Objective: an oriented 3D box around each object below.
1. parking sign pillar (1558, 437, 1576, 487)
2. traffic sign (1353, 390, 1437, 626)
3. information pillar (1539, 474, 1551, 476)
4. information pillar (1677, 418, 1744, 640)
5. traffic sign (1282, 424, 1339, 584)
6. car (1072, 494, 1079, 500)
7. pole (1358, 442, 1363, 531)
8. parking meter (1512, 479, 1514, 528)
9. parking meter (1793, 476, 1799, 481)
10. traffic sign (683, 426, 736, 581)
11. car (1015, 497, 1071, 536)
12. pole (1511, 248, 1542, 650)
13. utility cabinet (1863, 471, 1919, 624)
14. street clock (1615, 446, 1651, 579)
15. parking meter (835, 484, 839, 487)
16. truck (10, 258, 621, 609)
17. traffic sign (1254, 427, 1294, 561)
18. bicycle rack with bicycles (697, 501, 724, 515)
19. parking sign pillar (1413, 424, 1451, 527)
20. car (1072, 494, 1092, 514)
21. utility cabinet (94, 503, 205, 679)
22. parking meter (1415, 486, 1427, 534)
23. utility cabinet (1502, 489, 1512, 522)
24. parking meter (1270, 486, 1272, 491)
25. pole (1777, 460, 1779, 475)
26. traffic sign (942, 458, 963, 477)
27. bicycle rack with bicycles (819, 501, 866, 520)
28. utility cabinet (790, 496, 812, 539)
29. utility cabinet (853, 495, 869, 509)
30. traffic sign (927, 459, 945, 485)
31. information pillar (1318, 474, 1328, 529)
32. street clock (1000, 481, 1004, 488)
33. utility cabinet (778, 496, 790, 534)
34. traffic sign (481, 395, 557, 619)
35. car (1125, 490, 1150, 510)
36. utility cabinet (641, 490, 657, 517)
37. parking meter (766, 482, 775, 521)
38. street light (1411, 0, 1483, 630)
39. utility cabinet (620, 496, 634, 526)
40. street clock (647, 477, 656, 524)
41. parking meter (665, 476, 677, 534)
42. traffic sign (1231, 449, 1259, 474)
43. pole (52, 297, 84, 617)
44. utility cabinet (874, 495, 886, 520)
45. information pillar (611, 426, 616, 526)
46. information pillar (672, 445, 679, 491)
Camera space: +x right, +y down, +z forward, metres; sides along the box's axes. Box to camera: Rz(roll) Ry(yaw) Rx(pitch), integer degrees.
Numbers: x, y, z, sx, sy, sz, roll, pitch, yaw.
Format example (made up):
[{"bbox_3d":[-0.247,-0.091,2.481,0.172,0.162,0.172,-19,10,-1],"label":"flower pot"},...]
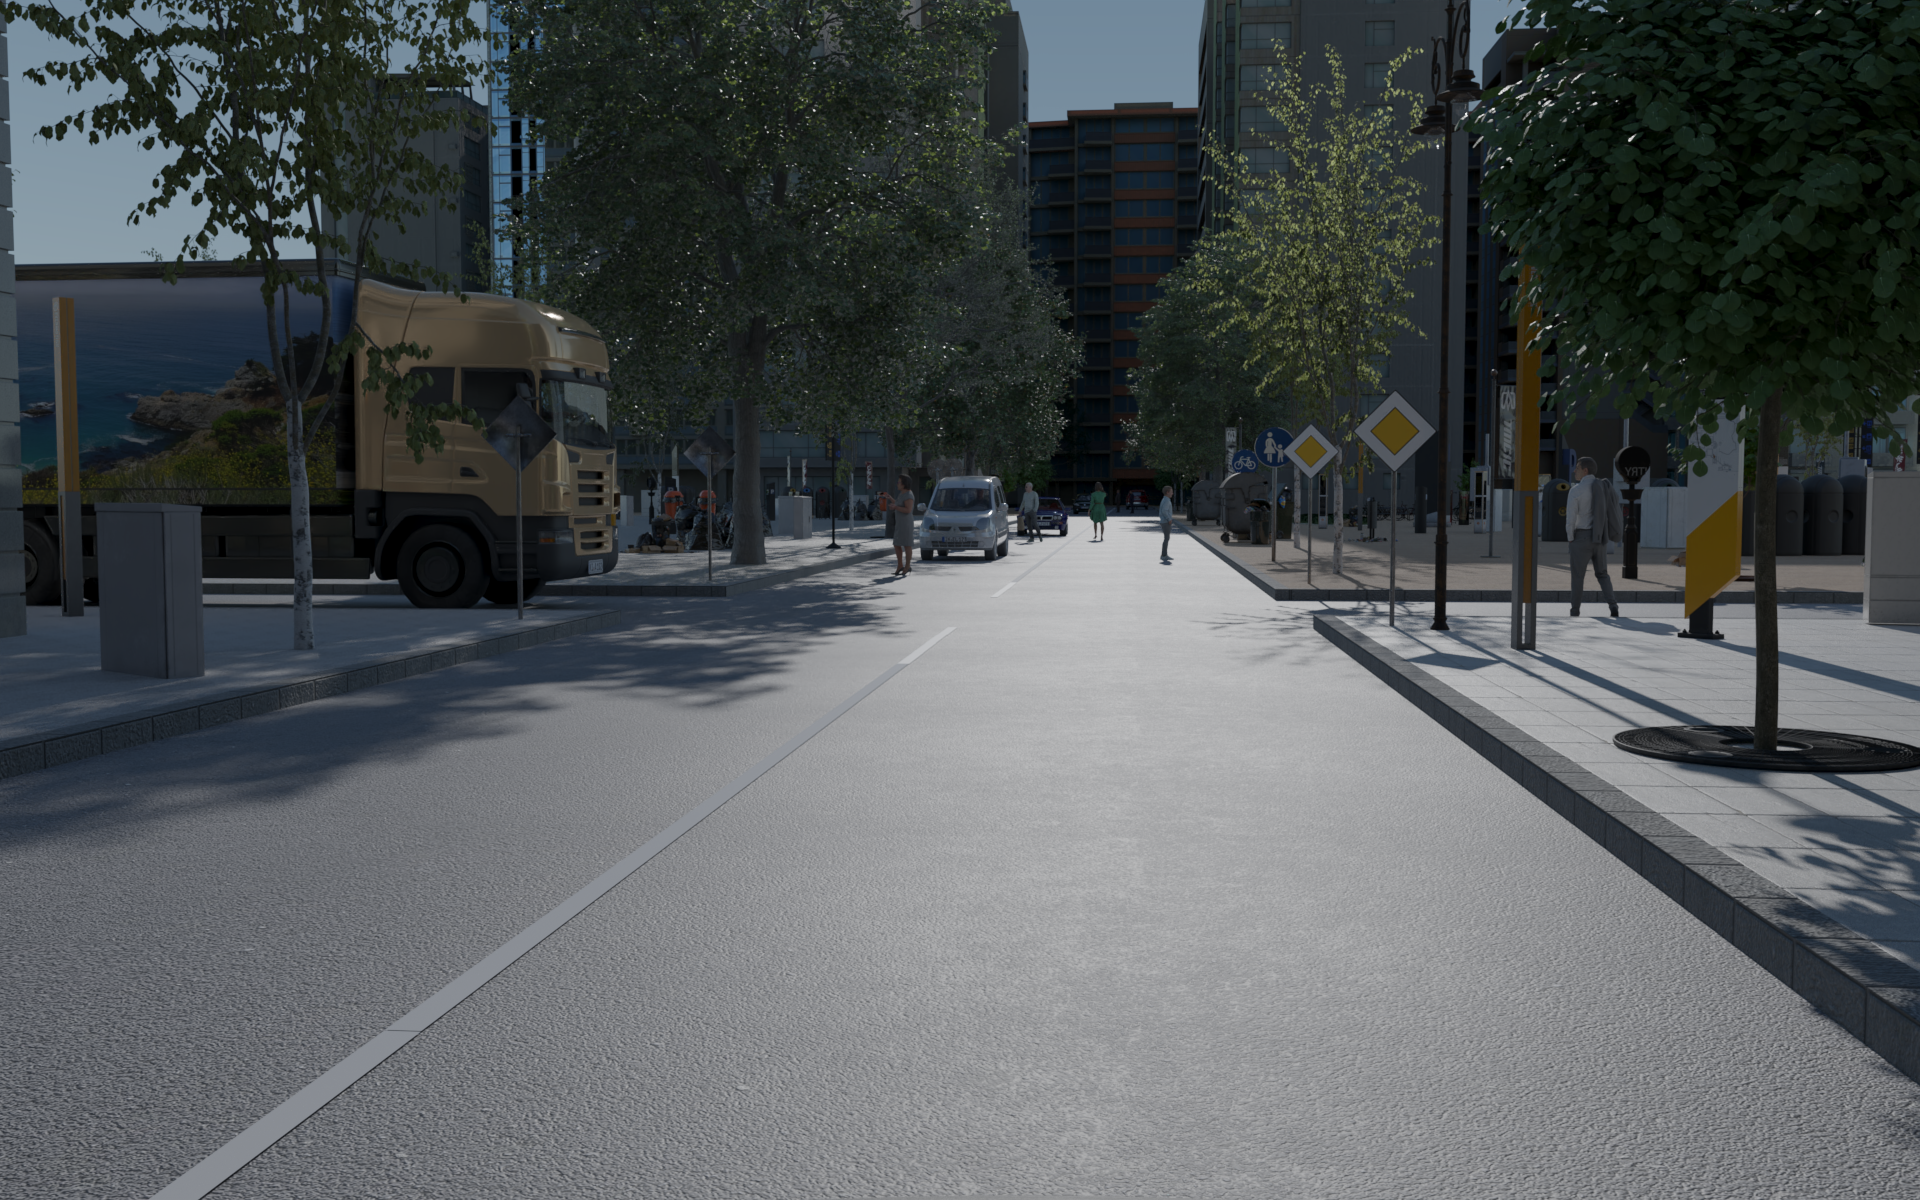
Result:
[{"bbox_3d":[26.205,-5.277,74.758,1.447,3.967,1.447,2,4,34],"label":"parking sign pillar"},{"bbox_3d":[4.199,-0.804,16.792,0.795,2.450,0.064,0,4,6],"label":"traffic sign"},{"bbox_3d":[21.572,-3.637,63.956,0.304,2.012,0.304,-1,4,-10],"label":"information pillar"},{"bbox_3d":[6.645,-1.461,15.247,0.183,3.616,0.504,-3,4,-36],"label":"information pillar"},{"bbox_3d":[4.997,-1.290,24.737,0.795,2.450,0.064,0,4,6],"label":"traffic sign"},{"bbox_3d":[10.261,-8.094,142.561,2.015,1.641,3.980,0,4,5],"label":"car"},{"bbox_3d":[14.056,-4.093,60.769,0.158,3.312,0.155,0,3,0],"label":"pole"},{"bbox_3d":[20.923,-3.631,65.076,0.255,1.863,0.399,3,4,36],"label":"parking meter"},{"bbox_3d":[27.673,-3.176,57.637,0.255,1.863,0.399,-1,4,-9],"label":"parking meter"},{"bbox_3d":[-3.701,-1.345,25.628,0.795,2.450,0.064,0,4,6],"label":"traffic sign"},{"bbox_3d":[2.903,-2.932,60.512,1.945,1.354,3.894,0,4,4],"label":"car"},{"bbox_3d":[4.664,-1.248,14.242,0.158,3.312,0.155,0,3,0],"label":"pole"},{"bbox_3d":[9.507,-0.503,16.896,1.173,1.500,0.318,1,4,17],"label":"utility cabinet"},{"bbox_3d":[10.166,-1.325,26.226,0.471,2.002,0.358,0,4,7],"label":"street clock"},{"bbox_3d":[-7.143,-5.728,99.368,0.399,1.863,0.255,-1,4,-11],"label":"parking meter"},{"bbox_3d":[-9.442,-2.029,22.092,11.283,4.237,2.839,0,4,7],"label":"truck"},{"bbox_3d":[5.998,-2.015,33.044,0.768,2.556,0.104,1,4,13],"label":"traffic sign"},{"bbox_3d":[-13.720,-5.070,96.275,2.925,0.926,2.852,2,4,29],"label":"bicycle rack with bicycles"},{"bbox_3d":[18.337,-4.814,67.177,1.447,3.967,1.447,3,4,39],"label":"parking sign pillar"},{"bbox_3d":[9.028,-6.981,123.923,2.009,1.686,4.222,0,4,7],"label":"car"},{"bbox_3d":[-5.789,-0.075,12.389,1.020,1.237,0.306,3,5,40],"label":"utility cabinet"},{"bbox_3d":[15.003,-2.934,56.380,0.372,1.533,0.369,0,3,0],"label":"parking meter"},{"bbox_3d":[24.916,-4.348,79.771,0.318,1.500,1.173,-2,4,-33],"label":"utility cabinet"},{"bbox_3d":[9.244,-2.584,50.651,0.372,1.533,0.369,0,3,0],"label":"parking meter"},{"bbox_3d":[23.044,-3.375,49.025,0.158,3.312,0.155,0,3,0],"label":"pole"},{"bbox_3d":[-0.268,-3.729,61.069,0.768,2.556,0.104,1,4,12],"label":"traffic sign"},{"bbox_3d":[-6.047,-4.562,87.968,2.852,0.926,2.925,0,4,0],"label":"bicycle rack with bicycles"},{"bbox_3d":[-4.526,-2.372,49.949,0.306,1.237,1.020,1,4,10],"label":"utility cabinet"},{"bbox_3d":[-5.603,-5.232,96.711,1.020,1.237,0.306,2,4,28],"label":"utility cabinet"},{"bbox_3d":[-0.817,-3.853,63.099,0.768,2.556,0.104,1,4,11],"label":"traffic sign"},{"bbox_3d":[13.409,-3.635,63.926,0.304,2.012,0.304,1,4,19],"label":"information pillar"},{"bbox_3d":[2.203,-5.456,93.781,0.358,2.002,0.471,-1,4,-11],"label":"street clock"},{"bbox_3d":[-5.370,-2.705,55.395,1.020,1.237,0.306,3,5,42],"label":"utility cabinet"},{"bbox_3d":[-4.499,-0.859,17.683,0.795,2.450,0.064,0,4,6],"label":"traffic sign"},{"bbox_3d":[16.322,-9.229,159.561,2.281,1.827,5.304,0,4,6],"label":"car"},{"bbox_3d":[-17.205,-5.382,96.668,1.173,1.500,0.318,2,4,24],"label":"utility cabinet"},{"bbox_3d":[-9.097,-4.740,83.212,0.399,1.863,0.255,-3,5,-40],"label":"parking meter"},{"bbox_3d":[4.541,-2.656,16.209,0.468,5.910,1.993,0,4,6],"label":"street light"},{"bbox_3d":[-13.510,-3.617,70.298,0.306,1.237,1.020,-2,4,-25],"label":"utility cabinet"},{"bbox_3d":[-13.024,-4.193,73.122,0.358,2.002,0.471,-2,4,-34],"label":"street clock"},{"bbox_3d":[-9.235,-3.040,55.422,0.399,1.863,0.255,-1,4,-8],"label":"parking meter"},{"bbox_3d":[8.109,-3.012,49.357,0.768,2.556,0.104,0,4,8],"label":"traffic sign"},{"bbox_3d":[-9.314,-1.483,18.085,0.158,3.312,0.155,0,3,0],"label":"pole"},{"bbox_3d":[-3.760,-4.601,86.390,1.020,1.237,0.306,0,4,4],"label":"utility cabinet"},{"bbox_3d":[-7.784,-2.900,38.766,0.183,3.616,0.504,0,4,-5],"label":"information pillar"},{"bbox_3d":[-13.040,-5.387,79.438,0.183,3.616,0.504,-3,4,-38],"label":"information pillar"}]
